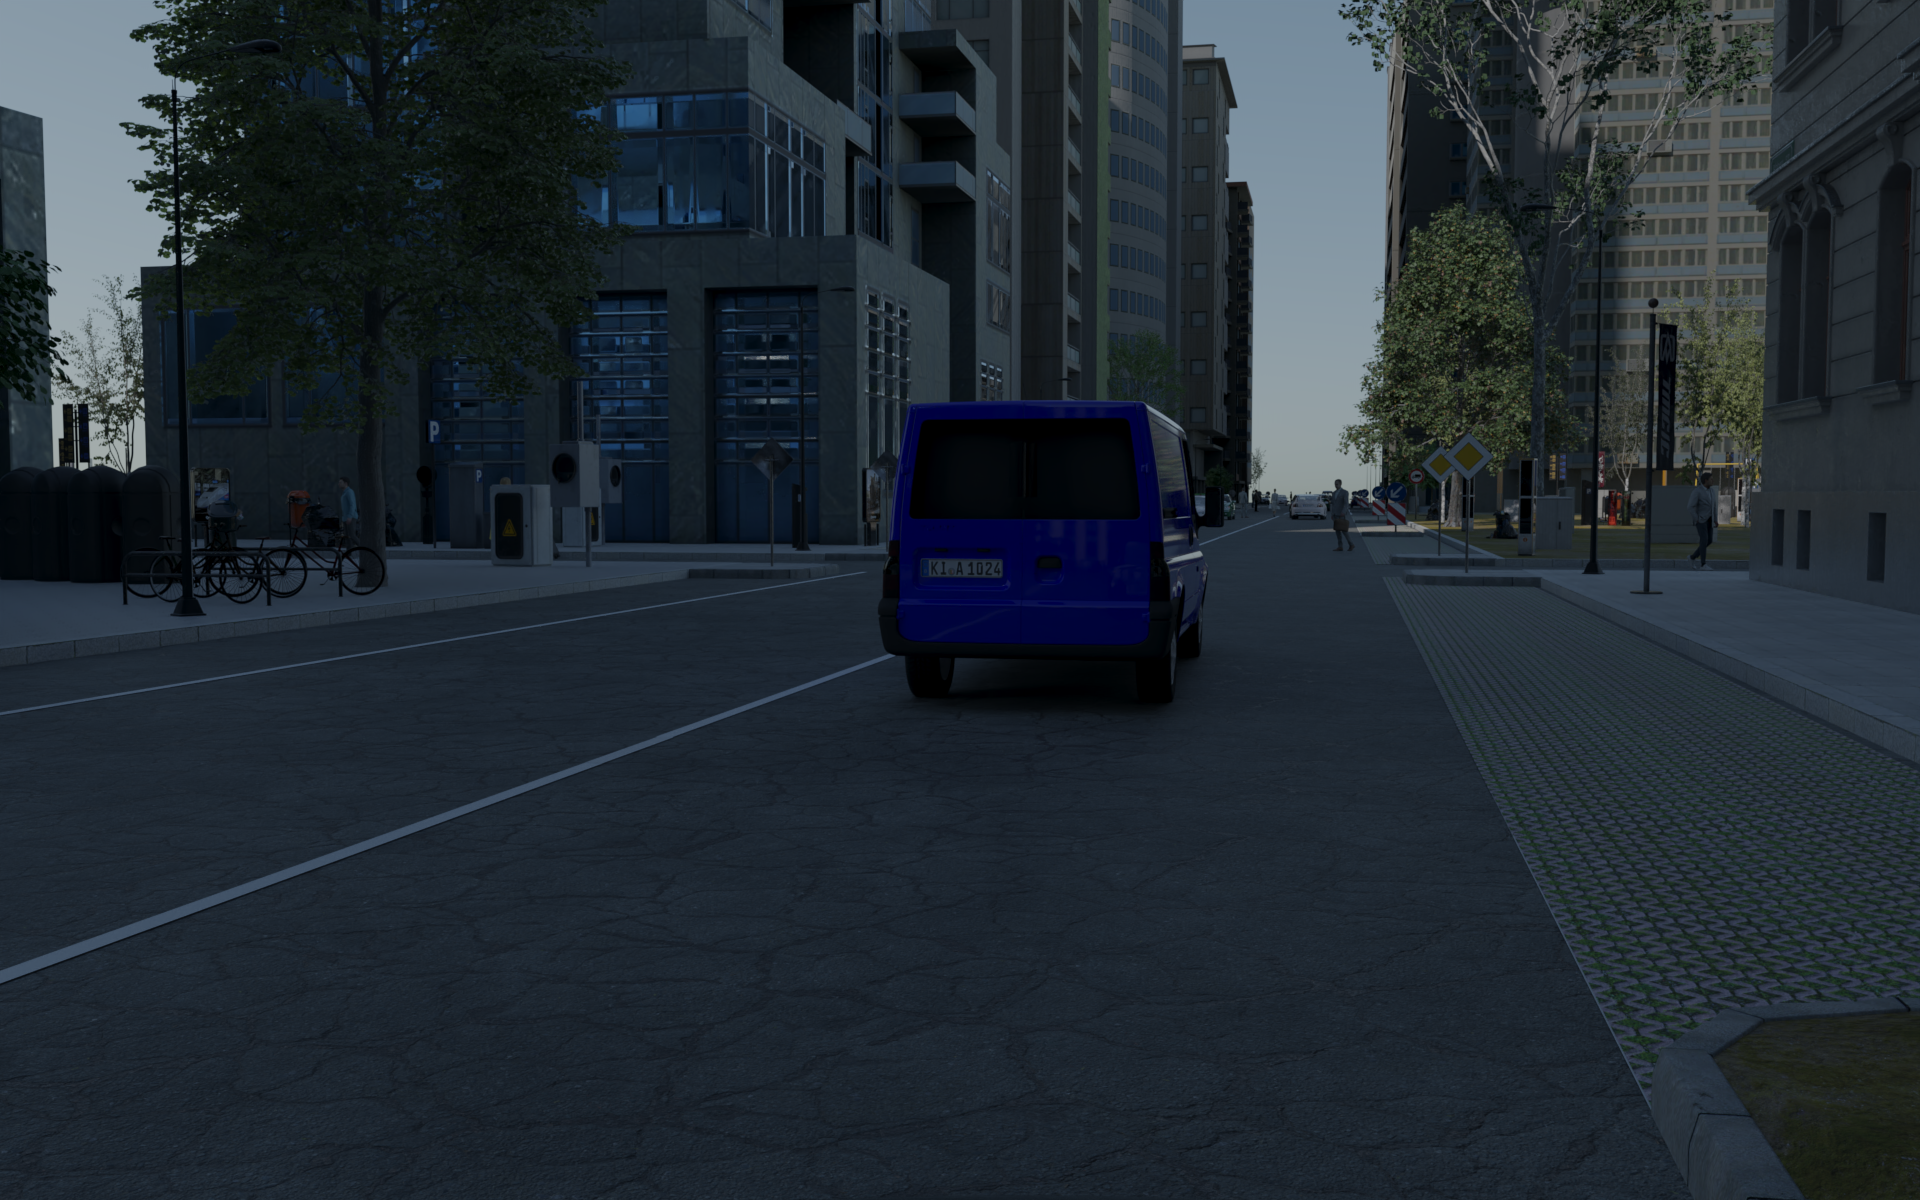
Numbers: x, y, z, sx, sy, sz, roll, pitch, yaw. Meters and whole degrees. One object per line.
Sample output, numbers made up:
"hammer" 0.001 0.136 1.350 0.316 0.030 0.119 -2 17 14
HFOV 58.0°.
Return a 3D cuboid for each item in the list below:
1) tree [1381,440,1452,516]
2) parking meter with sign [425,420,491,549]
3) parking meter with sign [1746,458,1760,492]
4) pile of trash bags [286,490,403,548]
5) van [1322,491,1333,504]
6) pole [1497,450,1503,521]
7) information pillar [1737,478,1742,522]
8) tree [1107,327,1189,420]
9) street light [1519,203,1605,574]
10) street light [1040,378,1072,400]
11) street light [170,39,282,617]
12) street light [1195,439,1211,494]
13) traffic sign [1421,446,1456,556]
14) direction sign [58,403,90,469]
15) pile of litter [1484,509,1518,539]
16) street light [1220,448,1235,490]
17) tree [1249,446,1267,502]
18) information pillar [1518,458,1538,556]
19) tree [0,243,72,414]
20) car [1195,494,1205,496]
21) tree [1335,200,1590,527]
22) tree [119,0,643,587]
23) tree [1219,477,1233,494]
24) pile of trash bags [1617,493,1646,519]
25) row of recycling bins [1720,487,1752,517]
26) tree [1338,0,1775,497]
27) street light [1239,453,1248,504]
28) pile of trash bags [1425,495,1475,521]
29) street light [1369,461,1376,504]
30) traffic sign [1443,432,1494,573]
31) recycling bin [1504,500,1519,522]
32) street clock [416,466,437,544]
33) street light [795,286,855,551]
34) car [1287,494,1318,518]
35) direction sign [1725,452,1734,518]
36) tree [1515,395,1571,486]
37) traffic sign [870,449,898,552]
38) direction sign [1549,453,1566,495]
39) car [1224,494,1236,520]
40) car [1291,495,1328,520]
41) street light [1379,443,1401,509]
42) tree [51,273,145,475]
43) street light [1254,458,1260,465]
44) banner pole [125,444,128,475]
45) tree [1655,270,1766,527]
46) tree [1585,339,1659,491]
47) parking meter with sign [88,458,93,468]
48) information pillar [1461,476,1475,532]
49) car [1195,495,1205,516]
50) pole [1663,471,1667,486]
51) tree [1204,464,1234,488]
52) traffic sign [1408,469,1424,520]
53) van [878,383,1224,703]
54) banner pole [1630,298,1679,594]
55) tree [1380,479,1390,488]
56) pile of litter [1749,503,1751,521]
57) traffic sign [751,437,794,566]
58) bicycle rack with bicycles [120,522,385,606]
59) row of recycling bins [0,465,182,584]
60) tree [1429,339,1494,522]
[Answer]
"tree" 28.654 -7.790 111.084 4.285 4.588 4.351 0 3 0
"parking meter with sign" -11.604 -2.717 40.682 1.738 3.016 0.543 1 4 12
"parking meter with sign" 39.207 -5.415 84.800 1.738 3.016 0.543 -2 4 -26
"pile of trash bags" -15.323 -2.000 42.458 3.447 1.369 1.912 2 4 32
"van" 45.642 -12.726 215.089 2.013 2.044 4.112 1 4 12
"pole" 22.637 -4.818 72.616 0.158 3.312 0.155 0 3 0
"information pillar" 36.168 -4.631 80.205 0.304 2.012 0.304 2 4 25
"tree" 10.525 -11.113 107.451 9.928 11.665 9.643 0 3 0
"street light" 9.639 -3.377 27.748 1.470 5.913 1.316 1 4 12
"street light" 3.778 -5.927 69.449 1.470 5.913 1.316 1 4 12
"street light" -7.617 -2.779 17.978 1.470 5.913 1.316 1 4 12
"street light" 20.271 -10.550 145.031 1.470 5.913 1.316 1 4 12
"traffic sign" 9.948 -1.973 35.903 0.795 2.450 0.064 1 4 12
"direction sign" -22.133 -3.146 43.439 0.876 3.537 0.379 1 4 23
"pile of litter" 15.816 -2.197 49.883 1.176 0.858 1.719 0 4 -4
"street light" 26.923 -12.402 175.310 1.470 5.913 1.316 1 4 12
"tree" 45.589 -19.439 268.183 4.737 8.622 4.395 0 3 0
"information pillar" 11.773 -1.923 35.929 0.304 2.012 0.304 2 4 31
"tree" -9.402 -1.883 14.504 4.285 4.588 4.351 0 3 0
"car" 17.162 -6.996 123.188 1.959 1.807 4.718 1 4 10
"tree" 19.585 -9.214 67.658 9.611 12.733 9.660 0 3 0
"tree" -7.942 -6.477 24.026 7.486 12.596 7.792 0 3 0
"tree" 27.621 -11.488 182.430 1.663 3.219 1.824 0 3 0
"pile of trash bags" 35.445 -4.968 90.977 3.447 1.369 1.912 -2 4 -31
"row of recycling bins" 43.772 -5.399 95.382 3.534 1.692 1.069 2 4 26
"tree" 17.009 -11.630 46.039 12.611 20.169 13.585 0 3 0
"street light" 31.259 -13.580 194.571 1.470 5.913 1.316 1 4 12
"pile of trash bags" 24.219 -4.574 84.545 1.912 1.369 3.447 3 5 41
"street light" 36.922 -10.970 151.899 1.470 5.913 1.316 1 4 12
"traffic sign" 8.235 -1.496 28.103 0.795 2.450 0.064 1 4 12
"recycling bin" 25.319 -4.081 79.275 0.722 1.027 0.722 2 4 27
"street clock" -13.604 -2.426 44.230 0.471 2.002 0.358 1 4 17
"street light" -3.025 -4.061 38.941 1.470 5.913 1.316 1 4 12
"car" 20.711 -5.780 104.294 2.009 1.686 4.222 1 4 11
"direction sign" 41.300 -6.179 93.024 0.876 3.537 0.379 -3 5 -41
"tree" 33.697 -9.279 102.066 4.360 8.622 3.978 0 3 0
"traffic sign" -1.617 -2.129 38.454 0.795 2.450 0.064 1 4 12
"direction sign" 33.231 -6.382 96.349 0.876 3.537 0.379 2 4 29
"car" 14.395 -5.202 96.854 2.131 1.459 4.920 1 4 13
"car" 19.808 -5.252 98.229 2.083 1.381 4.827 1 4 14
"street light" 30.363 -9.117 121.600 1.470 5.913 1.316 1 4 12
"tree" -27.332 -6.480 56.315 4.360 8.622 3.978 0 3 0
"street light" 37.832 -15.440 224.987 1.470 5.913 1.316 1 4 12
"banner pole" -41.487 -5.892 86.352 0.401 3.779 0.863 -3 4 -37
"tree" 24.995 -6.581 57.963 4.737 8.622 4.395 0 3 0
"tree" 32.049 -8.124 83.191 4.360 8.622 3.978 0 3 0
"parking meter with sign" -41.610 -5.410 84.720 1.738 3.016 0.543 -1 4 -14
"information pillar" 17.372 -3.348 59.237 0.304 2.012 0.304 -3 5 -40
"car" 10.670 -4.083 79.121 2.083 1.381 4.827 1 4 14
"pole" 39.437 -6.306 96.951 0.158 3.312 0.155 0 3 0
"tree" 27.740 -12.396 186.395 4.285 4.588 4.351 0 3 0
"traffic sign" 22.859 -5.302 86.797 0.768 2.556 0.104 1 4 15
"van" 0.888 -0.569 13.690 2.240 2.365 5.245 1 4 11
"banner pole" 9.029 -1.979 22.370 0.863 3.779 0.401 -3 5 -40
"tree" 47.192 -12.032 191.326 1.663 3.219 1.824 0 3 0
"pile of litter" 37.441 -4.124 81.393 1.719 0.858 1.176 -2 4 -24
"traffic sign" -3.330 -1.652 30.655 0.795 2.450 0.064 1 4 12
"bicycle rack with bicycles" -8.850 -0.465 20.982 2.925 0.926 2.852 0 4 8
"row of recycling bins" -12.836 -1.124 25.492 3.534 1.692 1.069 2 4 27
"tree" 22.233 -7.849 78.694 4.737 8.622 4.395 0 3 0
